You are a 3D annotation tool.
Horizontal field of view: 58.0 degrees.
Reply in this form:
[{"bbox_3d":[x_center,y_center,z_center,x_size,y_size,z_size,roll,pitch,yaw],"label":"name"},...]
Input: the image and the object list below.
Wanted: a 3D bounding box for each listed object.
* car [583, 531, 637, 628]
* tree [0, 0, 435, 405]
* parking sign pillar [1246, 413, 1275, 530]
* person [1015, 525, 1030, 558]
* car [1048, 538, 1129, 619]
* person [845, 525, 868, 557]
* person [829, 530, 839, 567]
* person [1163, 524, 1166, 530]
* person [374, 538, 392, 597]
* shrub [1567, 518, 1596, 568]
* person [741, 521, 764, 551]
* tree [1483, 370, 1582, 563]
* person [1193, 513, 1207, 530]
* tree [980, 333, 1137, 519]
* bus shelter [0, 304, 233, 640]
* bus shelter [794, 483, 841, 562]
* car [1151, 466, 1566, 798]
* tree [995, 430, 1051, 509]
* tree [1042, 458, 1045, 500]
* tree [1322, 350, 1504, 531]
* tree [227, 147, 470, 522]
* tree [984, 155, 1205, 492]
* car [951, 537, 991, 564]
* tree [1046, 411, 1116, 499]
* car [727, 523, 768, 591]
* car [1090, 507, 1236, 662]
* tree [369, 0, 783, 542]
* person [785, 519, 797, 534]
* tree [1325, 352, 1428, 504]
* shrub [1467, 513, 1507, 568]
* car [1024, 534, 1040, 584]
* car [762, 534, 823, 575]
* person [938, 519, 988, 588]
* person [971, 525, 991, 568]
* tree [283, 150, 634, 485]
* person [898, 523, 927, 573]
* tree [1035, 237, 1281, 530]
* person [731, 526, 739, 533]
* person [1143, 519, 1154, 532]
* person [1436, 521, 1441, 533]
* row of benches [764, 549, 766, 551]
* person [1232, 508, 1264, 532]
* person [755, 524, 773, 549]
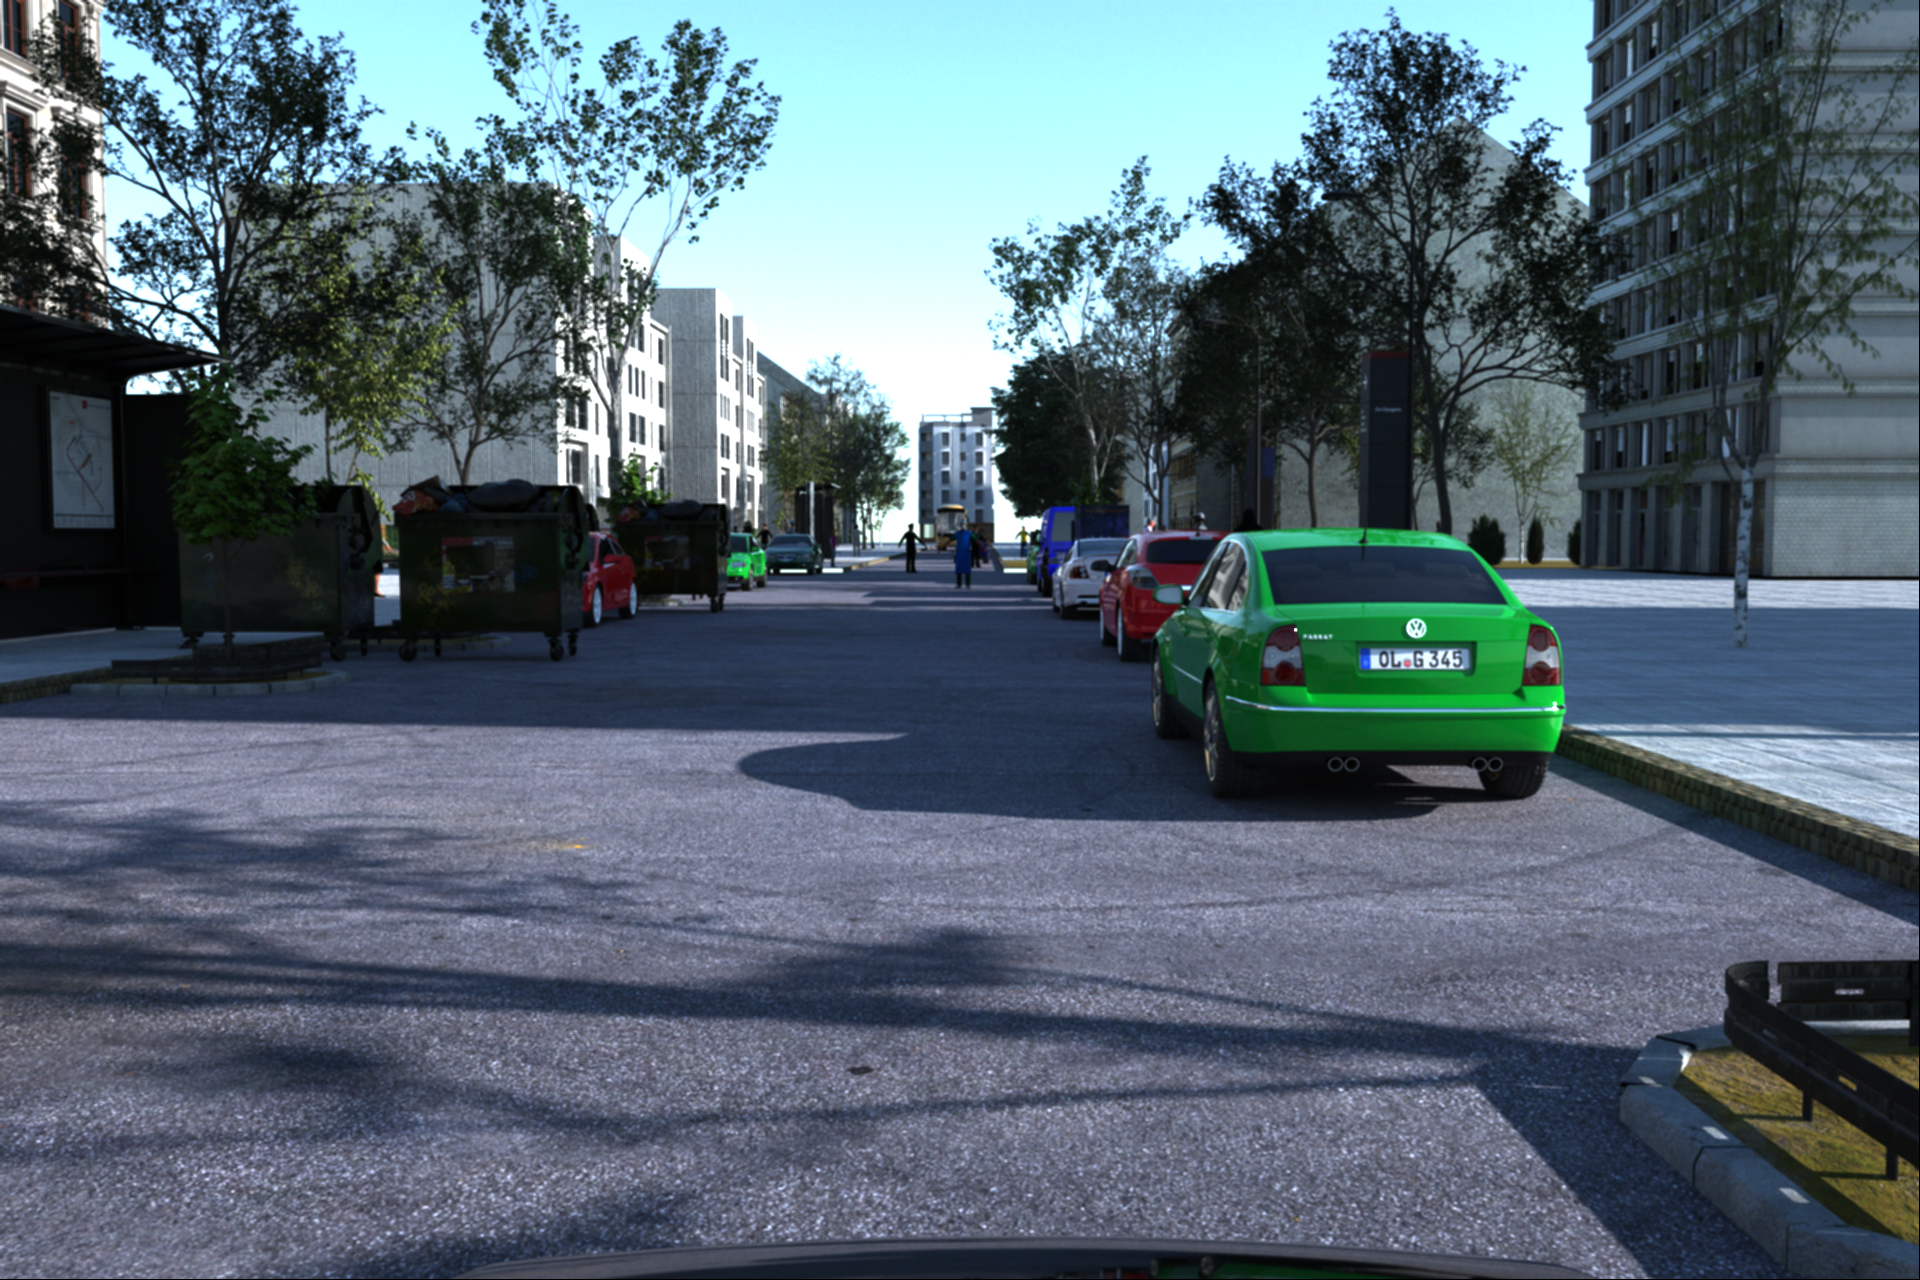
[{"bbox_3d":[-6.416,-1.150,27.836,2.155,1.783,4.494,0,4,1],"label":"car"},{"bbox_3d":[-12.158,-5.670,27.113,8.767,10.594,7.601,0,4,3],"label":"tree"},{"bbox_3d":[6.777,-3.105,39.245,1.447,3.967,1.447,0,4,1],"label":"parking sign pillar"},{"bbox_3d":[3.484,-5.313,93.335,1.216,1.772,0.721,2,4,31],"label":"person"},{"bbox_3d":[2.619,-1.107,30.469,2.083,1.381,4.827,0,4,0],"label":"car"},{"bbox_3d":[-5.839,-5.603,97.787,1.347,1.806,0.705,-1,4,-8],"label":"person"},{"bbox_3d":[-4.862,-3.544,67.205,0.599,1.433,0.991,1,4,9],"label":"person"},{"bbox_3d":[11.598,-5.651,98.360,1.349,1.833,0.705,-2,4,-32],"label":"person"},{"bbox_3d":[-11.826,-1.738,35.254,0.721,1.735,1.217,-3,4,-37],"label":"person"},{"bbox_3d":[23.659,-3.741,65.205,1.661,2.075,1.752,0,3,0],"label":"shrub"},{"bbox_3d":[-6.689,-2.850,54.833,0.705,1.856,1.354,-3,5,-42],"label":"person"},{"bbox_3d":[24.558,-7.673,75.823,4.360,8.622,3.978,0,3,0],"label":"tree"},{"bbox_3d":[6.344,-2.459,46.036,0.704,1.849,1.345,2,4,30],"label":"person"},{"bbox_3d":[6.447,-12.420,109.728,9.857,13.997,8.962,0,3,0],"label":"tree"},{"bbox_3d":[-10.596,-1.762,20.097,1.731,3.624,6.357,0,4,1],"label":"bus shelter"},{"bbox_3d":[-6.792,-5.607,82.962,1.731,3.624,6.357,0,3,0],"label":"bus shelter"},{"bbox_3d":[2.247,-0.121,10.770,1.959,1.807,4.718,0,3,0],"label":"car"},{"bbox_3d":[8.394,-15.808,168.836,12.009,13.543,11.850,0,3,0],"label":"tree"},{"bbox_3d":[8.022,-13.373,153.065,8.767,10.594,7.601,0,4,-6],"label":"tree"},{"bbox_3d":[22.034,-9.117,83.475,8.767,10.594,7.601,0,4,-7],"label":"tree"},{"bbox_3d":[-12.069,-5.112,33.941,4.737,8.622,4.395,0,3,0],"label":"tree"},{"bbox_3d":[7.124,-14.229,88.526,12.611,20.169,13.585,0,3,0],"label":"tree"},{"bbox_3d":[0.550,-4.458,85.475,1.945,1.354,3.894,0,3,0],"label":"car"},{"bbox_3d":[6.721,-9.262,101.797,4.360,8.622,3.978,0,3,0],"label":"tree"},{"bbox_3d":[-6.092,-2.213,44.971,1.959,1.807,4.718,0,4,1],"label":"car"},{"bbox_3d":[2.686,-0.727,20.928,2.155,1.783,4.494,0,4,0],"label":"car"},{"bbox_3d":[-13.395,-12.461,59.626,12.611,20.169,13.585,0,3,0],"label":"tree"},{"bbox_3d":[-6.471,-3.742,67.046,0.705,1.847,1.347,-3,4,-37],"label":"person"},{"bbox_3d":[16.740,-7.358,70.662,4.737,8.622,4.395,0,3,0],"label":"tree"},{"bbox_3d":[19.722,-3.731,65.046,1.661,2.075,1.752,0,3,0],"label":"shrub"},{"bbox_3d":[2.879,-2.564,50.724,1.959,1.807,4.718,0,4,0],"label":"car"},{"bbox_3d":[-5.974,-3.075,62.068,2.131,1.459,4.920,0,4,1],"label":"car"},{"bbox_3d":[0.085,-2.272,45.730,1.347,1.817,0.704,1,4,10],"label":"person"},{"bbox_3d":[0.676,-4.012,73.988,1.347,1.837,0.705,-2,4,-27],"label":"person"},{"bbox_3d":[-12.486,-6.635,42.898,8.767,10.594,7.601,-1,4,-16],"label":"tree"},{"bbox_3d":[-1.797,-3.410,64.140,1.347,1.837,0.705,-3,5,-41],"label":"person"},{"bbox_3d":[8.353,-9.932,72.750,12.009,13.543,11.850,0,3,0],"label":"tree"},{"bbox_3d":[-13.273,-5.845,102.279,1.216,1.740,0.721,-1,4,-15],"label":"person"},{"bbox_3d":[5.256,-2.497,47.800,0.436,1.711,0.756,0,4,-1],"label":"person"},{"bbox_3d":[19.300,-3.898,69.862,0.705,1.813,1.348,-1,4,-9],"label":"person"},{"bbox_3d":[-7.950,-3.523,73.062,1.422,0.672,4.104,1,4,13],"label":"row of benches"},{"bbox_3d":[5.042,-1.447,30.437,1.214,1.737,0.721,0,4,-6],"label":"person"},{"bbox_3d":[-9.939,-4.998,87.904,1.347,1.806,0.705,2,4,35],"label":"person"}]
